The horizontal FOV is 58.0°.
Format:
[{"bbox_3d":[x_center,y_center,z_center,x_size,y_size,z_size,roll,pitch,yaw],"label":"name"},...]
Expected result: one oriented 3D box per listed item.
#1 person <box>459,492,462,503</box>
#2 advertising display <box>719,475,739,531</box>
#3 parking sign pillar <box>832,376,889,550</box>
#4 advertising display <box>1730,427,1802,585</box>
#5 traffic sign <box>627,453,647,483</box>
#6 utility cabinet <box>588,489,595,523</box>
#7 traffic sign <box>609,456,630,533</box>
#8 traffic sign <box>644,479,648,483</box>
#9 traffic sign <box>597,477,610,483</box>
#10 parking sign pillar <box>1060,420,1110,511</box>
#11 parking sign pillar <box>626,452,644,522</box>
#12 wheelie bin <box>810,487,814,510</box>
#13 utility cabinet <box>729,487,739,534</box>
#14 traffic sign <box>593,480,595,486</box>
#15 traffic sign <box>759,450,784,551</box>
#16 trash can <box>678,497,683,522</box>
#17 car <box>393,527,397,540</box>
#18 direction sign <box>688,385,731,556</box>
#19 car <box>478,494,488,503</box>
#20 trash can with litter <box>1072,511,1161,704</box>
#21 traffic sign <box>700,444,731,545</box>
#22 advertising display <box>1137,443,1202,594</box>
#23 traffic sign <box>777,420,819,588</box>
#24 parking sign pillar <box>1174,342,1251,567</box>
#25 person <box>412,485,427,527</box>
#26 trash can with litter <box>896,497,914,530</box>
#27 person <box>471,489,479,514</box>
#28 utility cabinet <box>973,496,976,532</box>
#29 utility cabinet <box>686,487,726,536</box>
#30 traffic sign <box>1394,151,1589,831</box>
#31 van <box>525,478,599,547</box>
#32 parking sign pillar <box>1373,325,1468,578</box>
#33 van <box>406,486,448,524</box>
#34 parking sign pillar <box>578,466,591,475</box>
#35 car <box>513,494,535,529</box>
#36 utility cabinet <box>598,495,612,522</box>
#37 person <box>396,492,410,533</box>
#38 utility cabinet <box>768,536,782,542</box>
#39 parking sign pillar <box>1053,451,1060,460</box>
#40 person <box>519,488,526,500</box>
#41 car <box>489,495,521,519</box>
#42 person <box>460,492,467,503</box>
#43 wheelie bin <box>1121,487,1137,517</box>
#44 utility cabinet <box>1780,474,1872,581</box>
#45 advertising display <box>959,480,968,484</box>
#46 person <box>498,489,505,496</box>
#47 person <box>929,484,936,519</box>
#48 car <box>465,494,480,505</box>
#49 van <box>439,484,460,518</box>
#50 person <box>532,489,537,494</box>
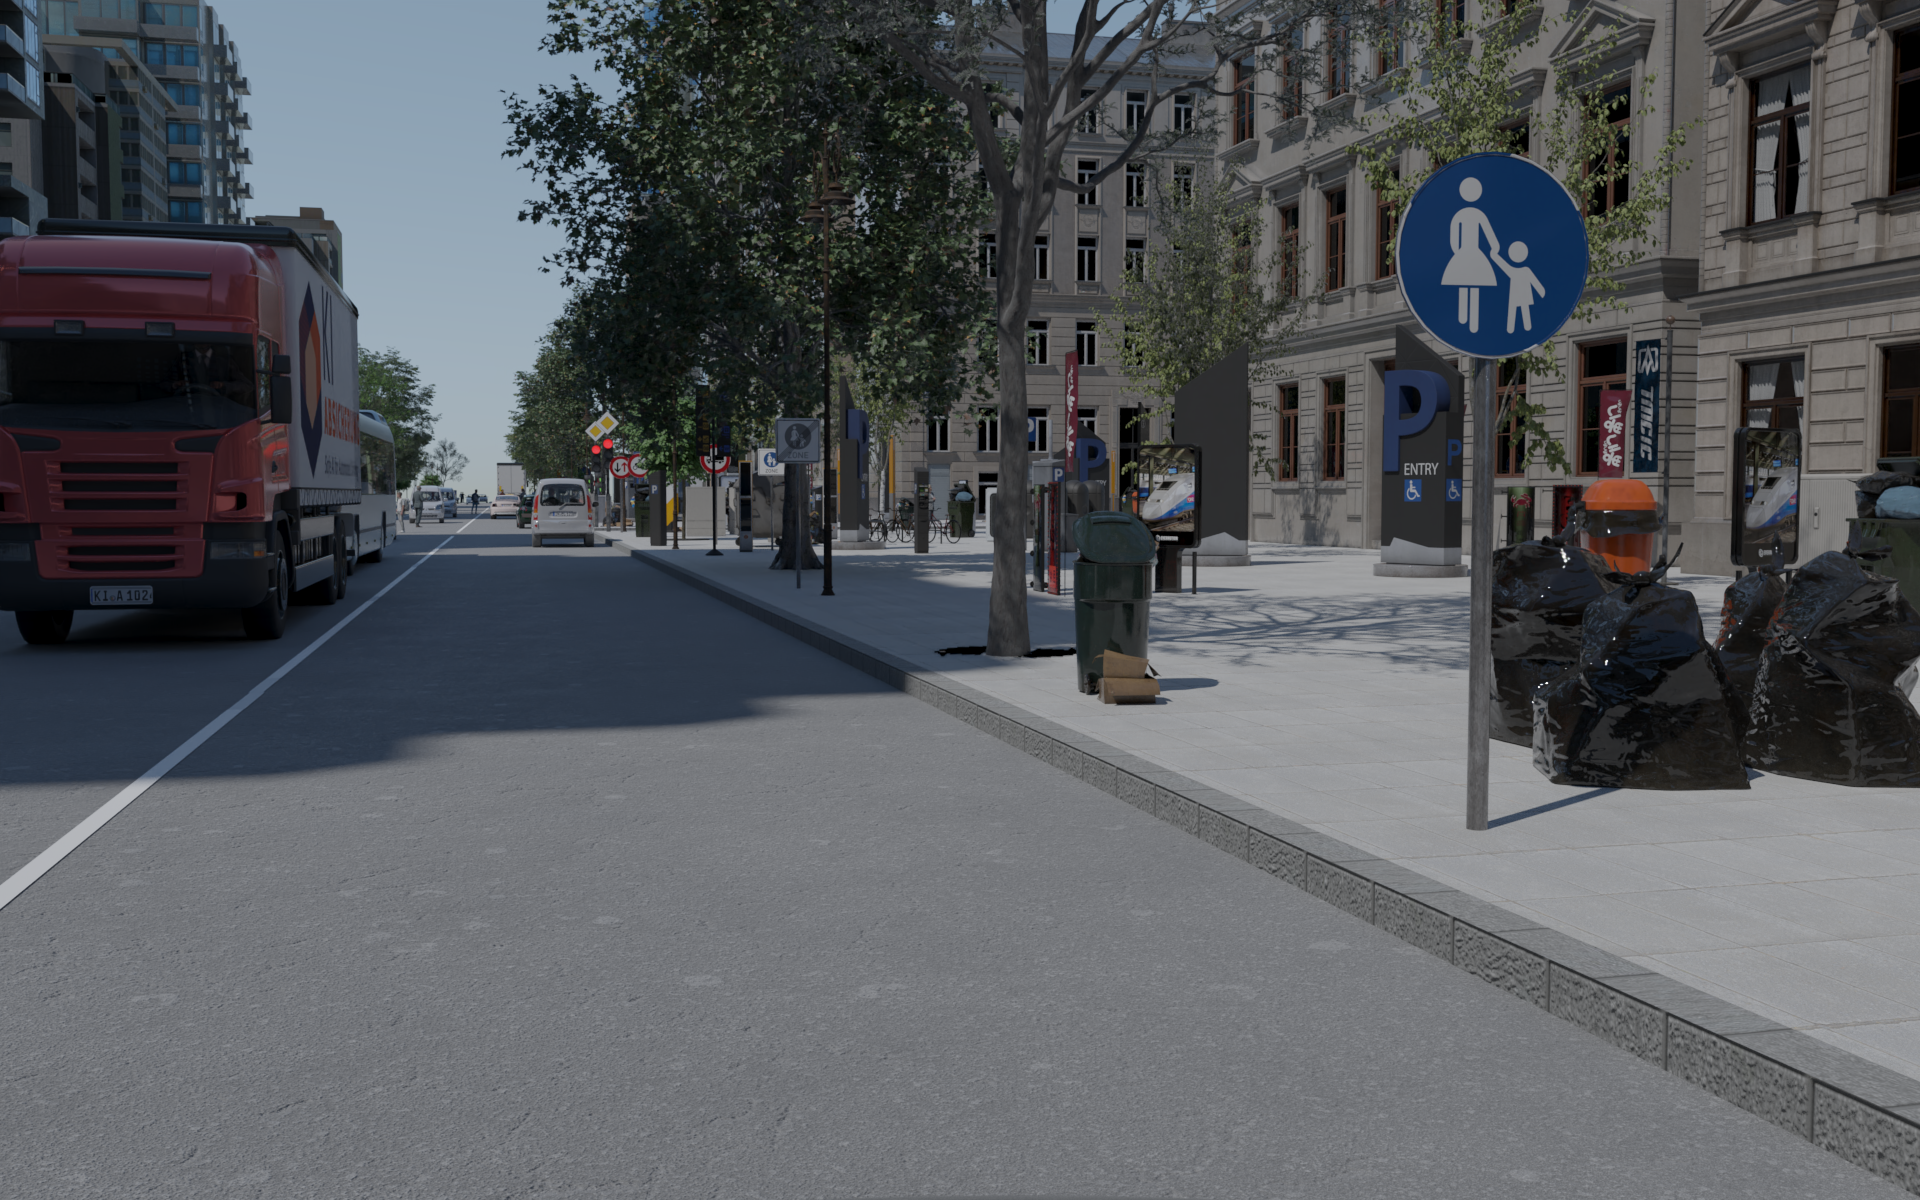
[{"bbox_3d":[-83.283,-17.170,289.219,1.348,1.826,0.705,3,4,37],"label":"person"},{"bbox_3d":[-7.812,-3.323,59.541,0.974,1.923,0.123,-2,4,-29],"label":"advertising display"},{"bbox_3d":[-2.443,-3.162,40.168,1.447,3.967,1.447,1,4,9],"label":"parking sign pillar"},{"bbox_3d":[7.879,-0.717,16.935,0.974,1.923,0.123,-2,4,-33],"label":"advertising display"},{"bbox_3d":[-9.965,-3.293,53.952,0.768,2.556,0.104,0,4,-6],"label":"traffic sign"},{"bbox_3d":[-16.484,-4.168,76.828,0.318,1.500,1.173,-2,4,-35],"label":"utility cabinet"},{"bbox_3d":[-11.265,-3.516,57.593,0.768,2.556,0.104,-1,4,-14],"label":"traffic sign"},{"bbox_3d":[-19.753,-6.661,109.008,0.768,2.556,0.104,0,4,-7],"label":"traffic sign"},{"bbox_3d":[-21.245,-6.303,103.165,0.768,2.556,0.104,-1,4,-14],"label":"traffic sign"},{"bbox_3d":[4.594,-4.423,60.796,1.447,3.967,1.447,-2,4,-27],"label":"parking sign pillar"},{"bbox_3d":[-14.682,-5.555,79.302,1.447,3.967,1.447,-1,4,-12],"label":"parking sign pillar"},{"bbox_3d":[-6.431,-4.164,75.996,0.693,1.594,0.980,-1,4,-9],"label":"wheelie bin"},{"bbox_3d":[-6.716,-2.809,54.610,1.173,1.500,0.318,-3,5,-43],"label":"utility cabinet"},{"bbox_3d":[-29.827,-8.552,139.936,0.768,2.556,0.104,-1,4,-8],"label":"traffic sign"},{"bbox_3d":[-4.264,-2.271,39.267,0.606,2.300,0.079,0,4,-5],"label":"traffic sign"},{"bbox_3d":[-12.994,-4.213,80.531,0.748,1.137,0.748,0,3,0],"label":"trash can"},{"bbox_3d":[-18.311,-2.486,53.010,2.083,1.381,4.827,-1,4,-15],"label":"car"},{"bbox_3d":[-5.130,-2.696,36.083,0.876,3.537,0.379,-3,5,-45],"label":"direction sign"},{"bbox_3d":[-76.823,-16.292,278.379,2.014,1.417,4.499,-1,4,-16],"label":"car"},{"bbox_3d":[1.065,0.025,10.973,0.624,1.170,1.055,0,4,-8],"label":"trash can with litter"},{"bbox_3d":[-6.179,-2.672,43.789,0.768,2.556,0.104,-1,4,-9],"label":"traffic sign"},{"bbox_3d":[2.703,-1.053,22.425,0.974,1.923,0.123,3,5,45],"label":"advertising display"},{"bbox_3d":[-2.193,-1.304,23.456,0.606,2.300,0.079,-1,4,-10],"label":"traffic sign"},{"bbox_3d":[4.513,-2.605,31.066,1.447,3.967,1.447,1,4,16],"label":"parking sign pillar"},{"bbox_3d":[-23.285,-4.038,74.694,0.661,1.801,0.590,2,4,30],"label":"person"},{"bbox_3d":[-1.717,-3.072,61.609,1.055,1.170,0.624,-2,4,-34],"label":"trash can with litter"},{"bbox_3d":[-34.633,-7.026,123.726,0.623,1.781,0.721,0,4,-2],"label":"person"},{"bbox_3d":[0.287,-2.875,58.164,0.306,1.237,1.020,1,4,12],"label":"utility cabinet"},{"bbox_3d":[-7.696,-2.670,52.330,1.173,1.500,0.318,-1,4,-19],"label":"utility cabinet"},{"bbox_3d":[1.981,-0.395,6.559,0.768,2.556,0.104,-1,4,-9],"label":"traffic sign"},{"bbox_3d":[-11.000,-2.503,47.941,2.013,2.044,4.112,-1,4,-13],"label":"van"},{"bbox_3d":[7.218,-2.359,27.042,1.447,3.967,1.447,-2,4,-33],"label":"parking sign pillar"},{"bbox_3d":[-26.398,-4.815,85.736,2.013,2.044,4.112,-1,4,-16],"label":"van"},{"bbox_3d":[-27.205,-8.386,125.579,1.447,3.967,1.447,1,4,14],"label":"parking sign pillar"},{"bbox_3d":[-17.826,-3.876,73.164,2.009,1.686,4.222,-1,4,-16],"label":"car"},{"bbox_3d":[-16.313,-4.123,78.568,1.020,1.237,0.306,-3,5,-41],"label":"utility cabinet"},{"bbox_3d":[-20.738,-3.255,64.322,0.503,1.515,0.523,1,4,20],"label":"person"},{"bbox_3d":[-4.842,-2.280,45.953,0.318,1.500,1.173,0,4,6],"label":"utility cabinet"},{"bbox_3d":[4.986,-5.646,80.783,1.447,3.967,1.447,0,4,-3],"label":"parking sign pillar"},{"bbox_3d":[-27.669,-6.139,109.145,0.573,1.790,0.520,1,4,17],"label":"person"},{"bbox_3d":[-26.028,-5.338,99.630,2.083,1.381,4.827,-1,4,-14],"label":"car"},{"bbox_3d":[-81.181,-16.784,282.933,1.348,1.822,0.705,-3,5,-43],"label":"person"},{"bbox_3d":[7.814,-4.371,79.378,0.693,1.594,0.980,2,4,29],"label":"wheelie bin"},{"bbox_3d":[9.397,-0.633,19.027,0.318,1.500,1.173,-2,4,-30],"label":"utility cabinet"},{"bbox_3d":[0.156,-4.442,77.843,0.123,1.923,0.974,-1,4,-19],"label":"advertising display"},{"bbox_3d":[-38.631,-8.434,146.362,0.705,1.831,1.348,3,5,43],"label":"person"},{"bbox_3d":[-1.078,-3.428,64.732,0.526,1.800,0.537,3,5,40],"label":"person"},{"bbox_3d":[-66.154,-13.650,235.181,2.014,1.417,4.499,-1,4,-15],"label":"car"},{"bbox_3d":[-31.812,-6.086,106.524,2.013,2.044,4.112,-1,4,-16],"label":"van"},{"bbox_3d":[-27.604,-6.341,112.448,0.793,1.790,0.793,2,4,31],"label":"person"}]
